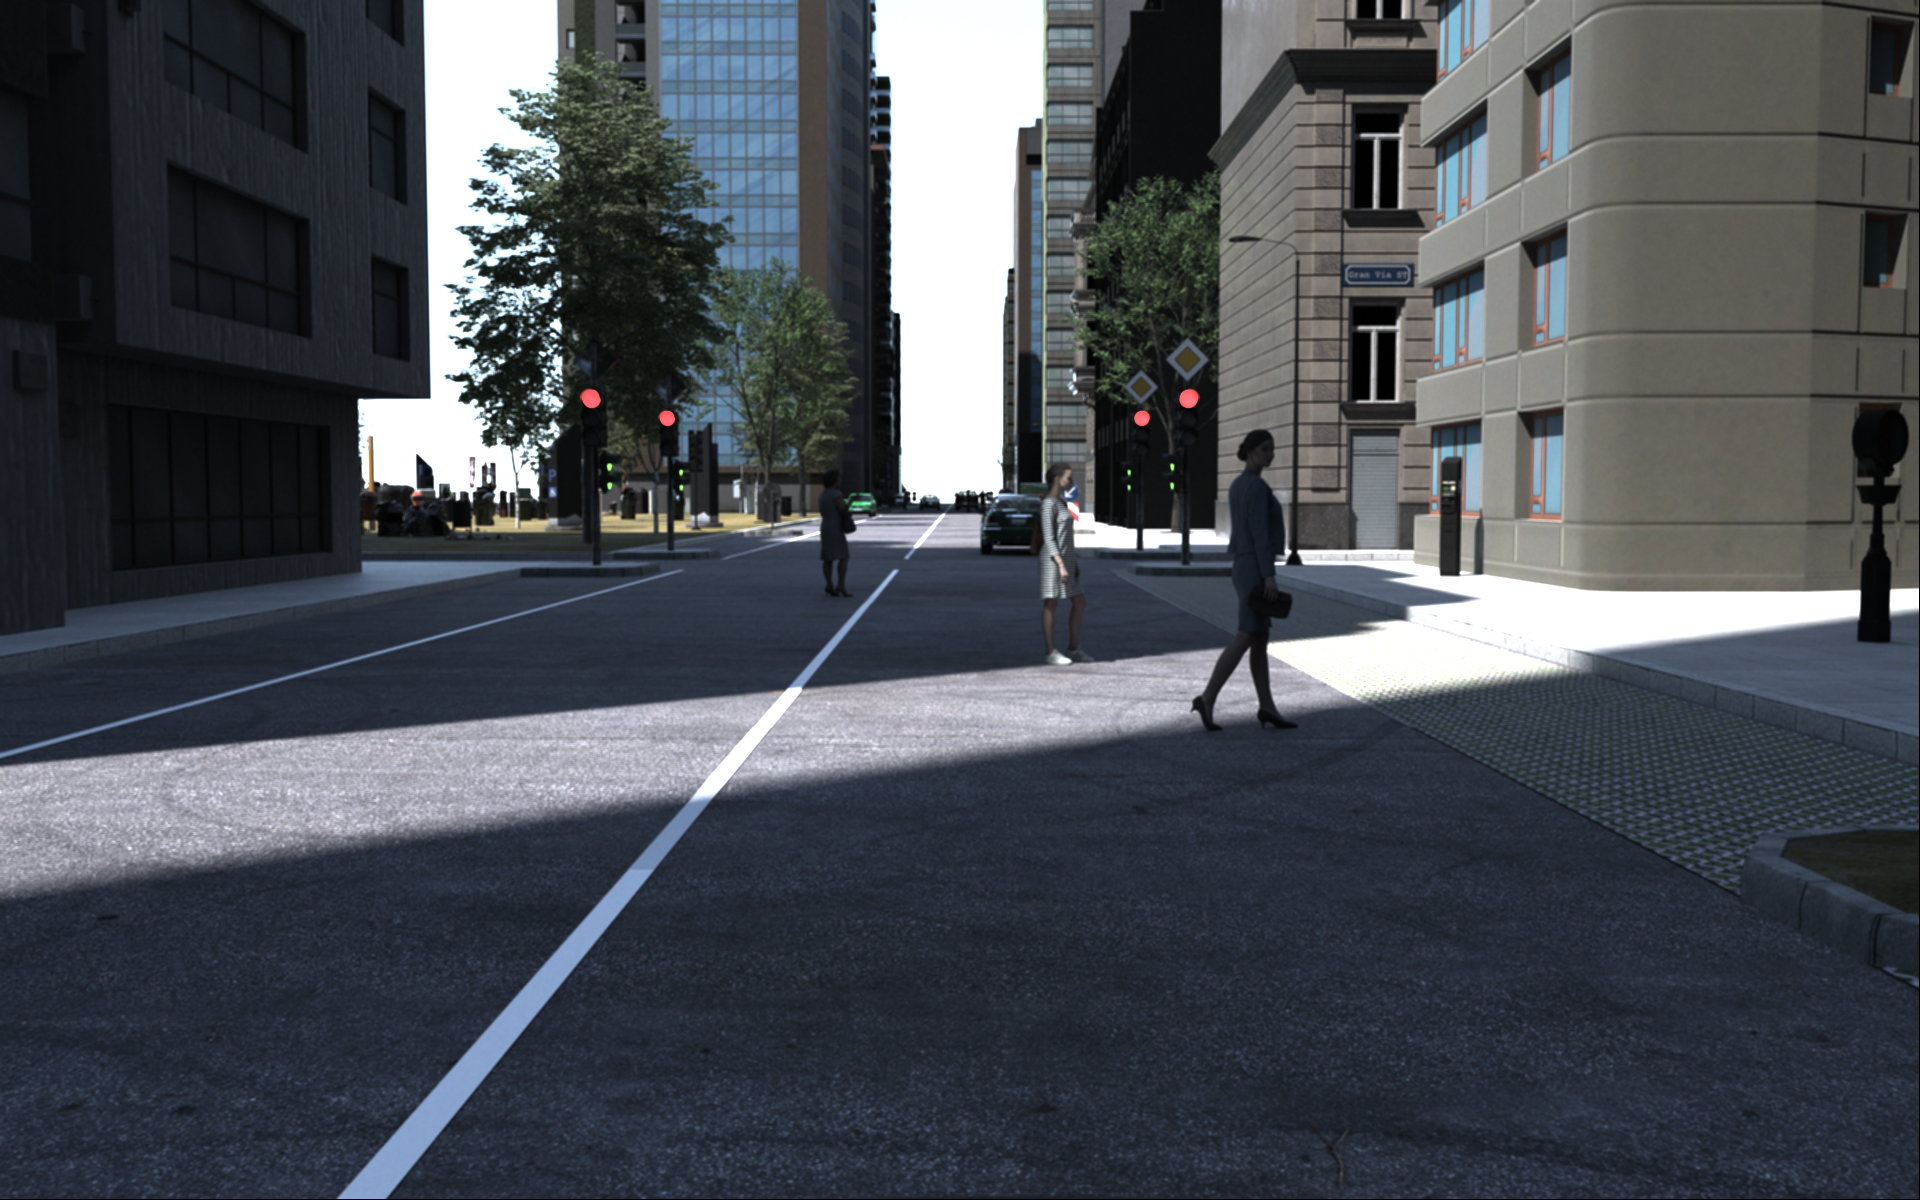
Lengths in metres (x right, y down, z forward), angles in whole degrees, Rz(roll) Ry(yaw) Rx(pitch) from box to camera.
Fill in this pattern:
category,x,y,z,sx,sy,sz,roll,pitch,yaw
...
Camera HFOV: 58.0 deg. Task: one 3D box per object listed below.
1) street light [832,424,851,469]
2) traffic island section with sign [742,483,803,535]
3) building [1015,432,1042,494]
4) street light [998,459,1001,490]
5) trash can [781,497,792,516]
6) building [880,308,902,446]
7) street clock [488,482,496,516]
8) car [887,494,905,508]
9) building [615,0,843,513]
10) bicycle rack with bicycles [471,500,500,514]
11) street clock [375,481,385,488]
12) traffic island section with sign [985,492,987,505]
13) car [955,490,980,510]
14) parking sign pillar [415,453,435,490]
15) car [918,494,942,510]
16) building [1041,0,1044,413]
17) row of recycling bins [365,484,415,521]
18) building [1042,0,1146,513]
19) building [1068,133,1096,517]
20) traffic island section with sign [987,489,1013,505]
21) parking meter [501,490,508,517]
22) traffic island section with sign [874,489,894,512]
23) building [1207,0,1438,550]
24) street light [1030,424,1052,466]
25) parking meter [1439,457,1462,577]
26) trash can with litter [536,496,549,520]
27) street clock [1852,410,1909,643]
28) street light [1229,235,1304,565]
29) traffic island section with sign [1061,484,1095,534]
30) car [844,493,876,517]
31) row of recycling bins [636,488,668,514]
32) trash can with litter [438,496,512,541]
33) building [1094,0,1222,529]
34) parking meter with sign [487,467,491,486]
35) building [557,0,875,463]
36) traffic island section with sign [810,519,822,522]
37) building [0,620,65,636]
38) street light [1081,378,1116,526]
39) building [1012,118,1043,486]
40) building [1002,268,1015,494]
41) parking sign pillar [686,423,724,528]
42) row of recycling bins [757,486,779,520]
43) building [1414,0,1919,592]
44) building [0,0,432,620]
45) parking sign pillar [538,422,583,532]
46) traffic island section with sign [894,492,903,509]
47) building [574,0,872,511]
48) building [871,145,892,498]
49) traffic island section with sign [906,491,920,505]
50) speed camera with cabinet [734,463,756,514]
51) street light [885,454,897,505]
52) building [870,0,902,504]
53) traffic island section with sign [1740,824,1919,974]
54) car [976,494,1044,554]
category,x,y,z,sx,sy,sz,roll,pitch,yaw
street light,-7.939,-8.752,115.636,1.470,5.913,1.316,0,3,0
traffic island section with sign,-6.578,-3.201,60.966,1.989,1.847,2.006,0,3,0
building,17.220,-52.632,173.206,22.319,86.520,31.000,0,3,0
street light,5.657,-15.746,229.987,1.470,5.913,1.316,0,3,0
trash can,-10.103,-5.444,100.654,0.748,1.137,0.748,0,3,0
building,-16.219,-30.182,265.179,14.160,30.474,14.107,0,3,0
street clock,-27.397,-5.934,101.594,0.471,2.002,0.358,-1,4,-11
car,-6.301,-9.880,173.542,2.014,1.417,4.499,0,3,0
building,-15.765,-28.889,122.453,14.600,45.320,14.200,0,3,0
bicycle rack with bicycles,-29.870,-5.860,109.190,2.925,0.926,2.852,-2,4,-31
street clock,-32.794,-5.680,97.434,0.471,2.002,0.358,-1,4,-12
traffic island section with sign,3.897,-13.045,221.913,1.989,1.847,2.006,0,3,0
car,0.654,-8.811,152.725,2.281,1.827,5.304,0,4,0
parking sign pillar,-35.149,-7.668,113.845,1.447,3.967,1.447,2,4,24
car,-2.711,-8.837,156.280,2.131,1.459,4.920,0,4,-1
building,20.823,-33.953,144.370,28.713,52.752,27.495,0,3,0
row of recycling bins,-28.232,-4.725,84.364,1.069,1.692,3.534,2,4,34
building,12.880,-26.927,123.857,14.154,41.232,14.086,0,3,0
building,13.348,-16.947,96.166,14.460,24.649,34.723,0,3,0
traffic island section with sign,3.854,-9.645,166.322,1.989,1.847,2.006,0,3,0
parking meter,-25.499,-5.417,96.974,0.372,1.533,0.369,0,3,0
traffic island section with sign,-6.536,-7.977,139.051,1.989,1.847,2.006,0,3,0
building,19.599,-15.104,44.209,25.104,27.353,12.463,0,3,0
street light,5.503,-8.673,114.342,1.470,5.913,1.316,0,3,0
parking meter,7.656,-1.303,27.021,0.255,1.863,0.399,2,4,27
trash can with litter,-20.677,-4.600,86.593,1.055,1.170,0.624,1,4,21
street clock,7.944,-0.638,14.994,0.471,2.002,0.358,-2,4,-30
street light,5.513,-3.588,31.198,1.470,5.913,1.316,0,3,0
traffic island section with sign,3.794,-3.274,62.155,1.989,1.847,2.006,0,3,0
car,-6.244,-6.104,108.599,1.959,1.807,4.718,0,4,1
row of recycling bins,-20.291,-6.466,112.830,3.534,1.692,1.069,1,4,12
trash can with litter,-13.650,-2.316,48.924,2.233,1.210,1.678,-3,4,-36
building,12.260,-14.715,70.261,12.332,23.373,15.834,0,3,0
parking meter with sign,-30.747,-7.126,112.769,0.543,3.016,1.738,-2,4,-27
building,-23.307,-35.618,171.588,28.713,52.752,27.495,0,3,0
traffic island section with sign,-6.560,-4.871,88.275,1.989,1.847,2.006,0,3,0
building,-15.689,-14.513,8.994,14.160,30.474,14.107,0,3,0
street light,5.540,-5.916,69.270,1.470,5.913,1.316,0,3,0
building,13.613,-34.052,206.868,14.600,45.320,14.200,0,3,0
building,12.917,-27.525,221.736,14.160,30.474,14.107,0,3,0
parking sign pillar,-9.807,-4.767,66.411,1.447,3.967,1.447,-3,5,-42
row of recycling bins,-9.553,-4.809,85.736,1.069,1.692,3.534,-1,4,-11
building,22.101,-10.489,16.534,27.650,21.520,28.899,0,3,0
building,-15.828,-15.459,24.459,14.107,30.474,14.160,0,3,0
parking sign pillar,-13.647,-4.366,59.854,1.447,3.967,1.447,2,4,28
traffic island section with sign,-6.516,-9.646,166.338,1.989,1.847,2.006,0,3,0
building,-18.602,-36.772,143.219,21.231,58.520,28.212,0,3,0
building,-19.807,-34.112,212.355,22.147,44.769,28.867,0,3,0
traffic island section with sign,-6.482,-12.992,221.048,1.989,1.847,2.006,0,3,0
speed camera with cabinet,-13.659,-7.145,111.163,0.660,3.252,2.038,2,4,34
street light,-7.954,-13.837,198.780,1.470,5.913,1.316,0,3,0
building,-19.087,-56.776,240.958,22.319,86.520,31.000,0,3,0
traffic island section with sign,3.759,0.182,5.657,1.989,1.847,2.006,0,3,0
car,1.447,-1.881,42.558,2.131,1.459,4.920,0,4,2
